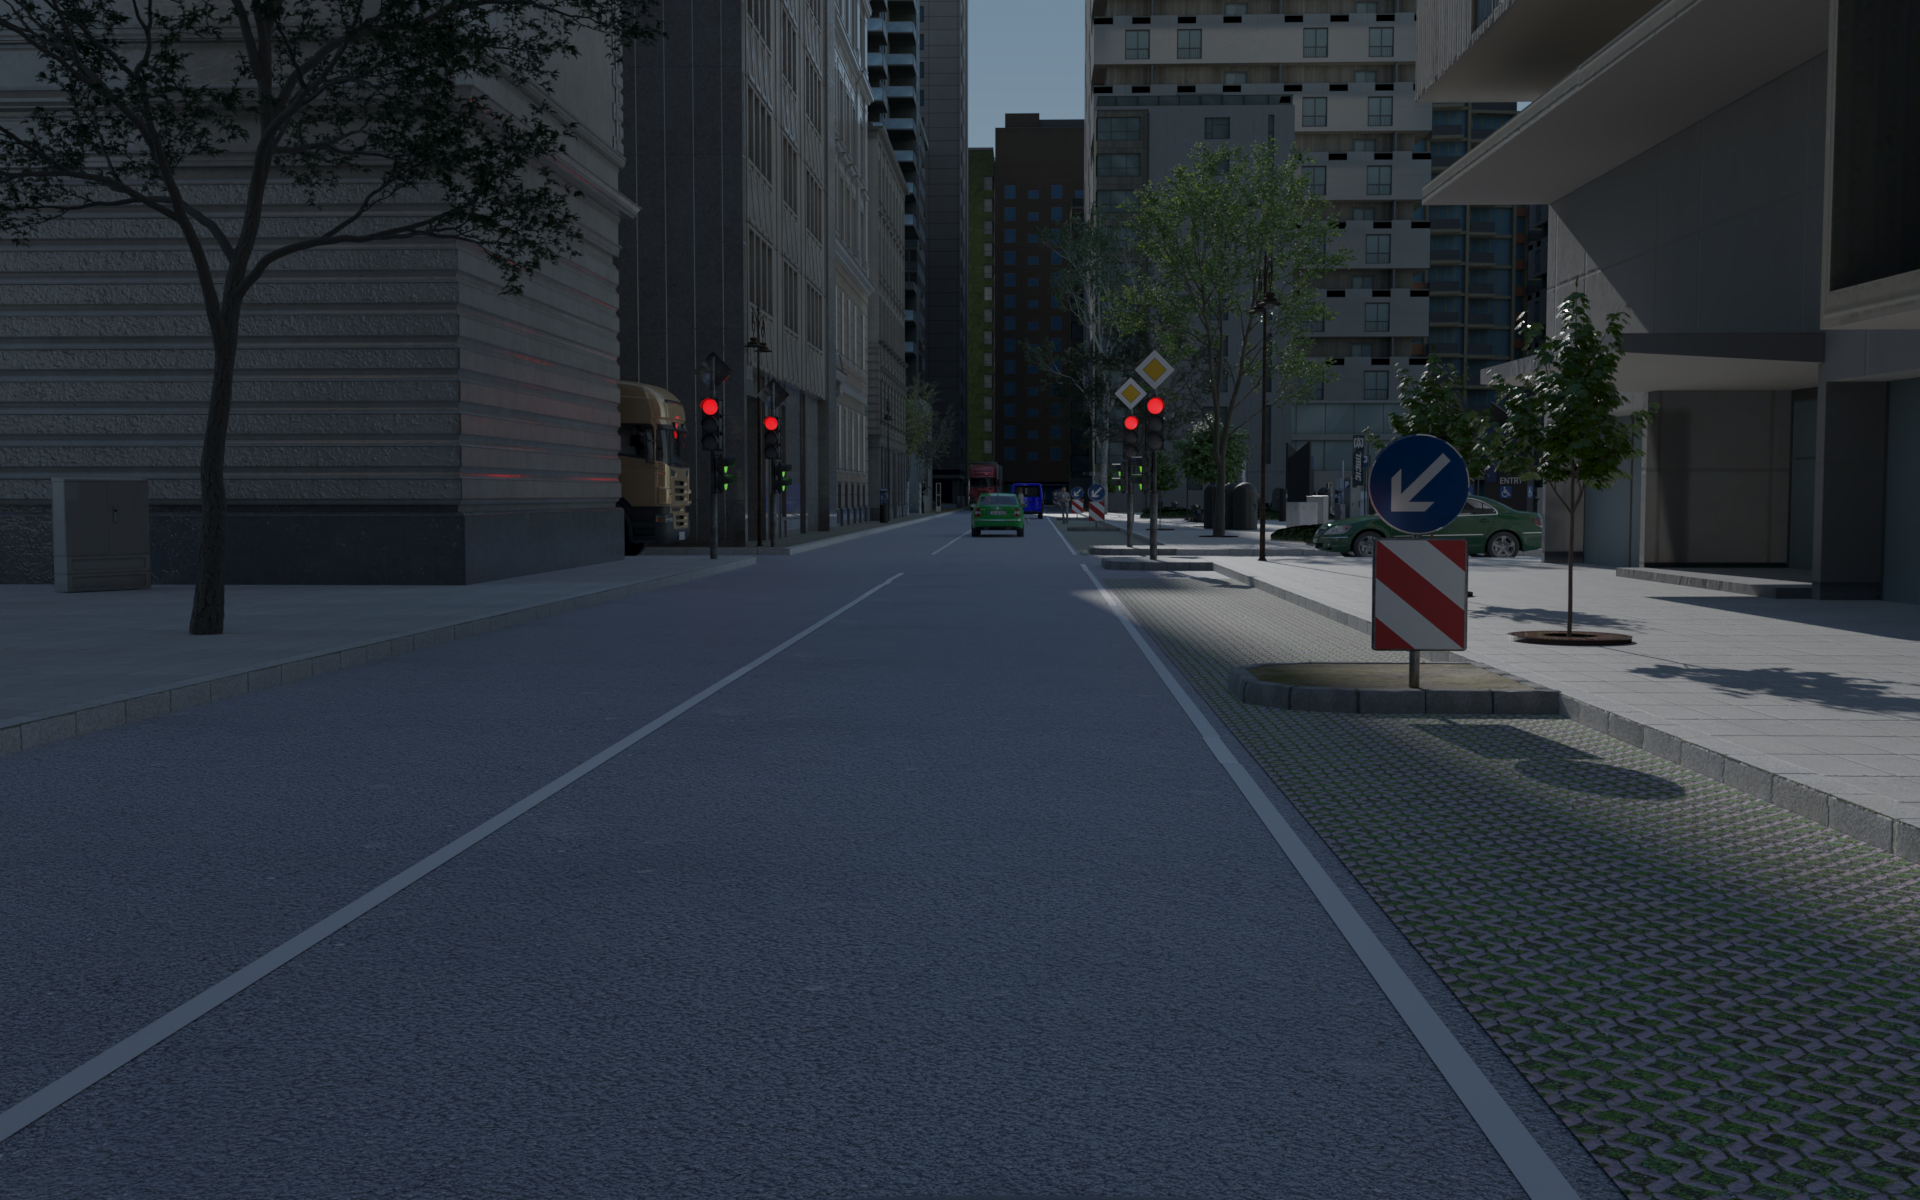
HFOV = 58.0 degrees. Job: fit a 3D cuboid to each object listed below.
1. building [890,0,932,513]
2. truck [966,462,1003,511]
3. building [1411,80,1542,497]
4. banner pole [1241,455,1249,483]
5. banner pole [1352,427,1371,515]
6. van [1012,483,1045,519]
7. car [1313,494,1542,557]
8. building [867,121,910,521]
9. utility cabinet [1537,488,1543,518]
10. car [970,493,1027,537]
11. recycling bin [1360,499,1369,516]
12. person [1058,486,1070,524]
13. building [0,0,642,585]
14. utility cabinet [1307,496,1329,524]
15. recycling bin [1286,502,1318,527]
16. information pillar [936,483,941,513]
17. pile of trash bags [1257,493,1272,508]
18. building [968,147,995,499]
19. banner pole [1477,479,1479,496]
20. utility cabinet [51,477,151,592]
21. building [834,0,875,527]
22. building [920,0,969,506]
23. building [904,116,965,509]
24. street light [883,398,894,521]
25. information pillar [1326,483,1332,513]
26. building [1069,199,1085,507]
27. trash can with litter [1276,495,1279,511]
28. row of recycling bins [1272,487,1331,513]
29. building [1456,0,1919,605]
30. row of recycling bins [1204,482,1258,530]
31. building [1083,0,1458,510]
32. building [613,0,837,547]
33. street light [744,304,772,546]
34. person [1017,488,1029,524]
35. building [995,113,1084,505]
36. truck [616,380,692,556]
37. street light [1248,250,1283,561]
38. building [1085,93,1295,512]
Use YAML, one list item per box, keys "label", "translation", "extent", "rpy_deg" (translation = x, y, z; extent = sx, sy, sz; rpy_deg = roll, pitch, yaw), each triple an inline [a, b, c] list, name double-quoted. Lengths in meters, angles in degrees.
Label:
- label: "building"
  translation: [-13.010, -50.069, 131.301]
  extent: [22.319, 86.520, 31.000]
  rpy_deg: [0, 4, 2]
- label: "truck"
  translation: [2.295, -10.077, 153.668]
  extent: [2.839, 4.237, 11.283]
  rpy_deg: [0, 4, 4]
- label: "building"
  translation: [43.555, -32.112, 179.662]
  extent: [28.867, 44.769, 22.147]
  rpy_deg: [0, 4, 2]
- label: "banner pole"
  translation: [17.763, -7.207, 107.853]
  extent: [0.863, 3.779, 0.401]
  rpy_deg: [-3, 5, -44]
- label: "banner pole"
  translation: [14.959, -4.550, 64.413]
  extent: [0.863, 3.779, 0.401]
  rpy_deg: [-1, 4, -11]
- label: "van"
  translation: [3.877, -5.901, 100.867]
  extent: [2.240, 2.365, 5.245]
  rpy_deg: [0, 4, 2]
- label: "car"
  translation: [10.101, -1.563, 37.351]
  extent: [4.920, 1.459, 2.131]
  rpy_deg: [0, 4, 1]
- label: "building"
  translation: [-8.105, -14.788, 90.930]
  extent: [9.793, 20.994, 18.267]
  rpy_deg: [0, 4, 2]
- label: "utility cabinet"
  translation: [20.831, -3.225, 61.404]
  extent: [0.318, 1.500, 1.173]
  rpy_deg: [3, 5, 40]
- label: "car"
  translation: [1.314, -3.096, 59.420]
  extent: [1.959, 1.807, 4.718]
  rpy_deg: [0, 4, 2]
- label: "recycling bin"
  translation: [23.004, -5.154, 96.817]
  extent: [0.722, 1.027, 0.722]
  rpy_deg: [-1, 4, -17]
- label: "person"
  translation: [4.998, -4.562, 83.294]
  extent: [0.606, 1.804, 0.583]
  rpy_deg: [1, 4, 10]
- label: "building"
  translation: [-15.980, -12.225, 28.750]
  extent: [19.941, 23.489, 11.050]
  rpy_deg: [0, 4, 2]
- label: "utility cabinet"
  translation: [13.982, -3.463, 67.782]
  extent: [0.306, 1.237, 1.020]
  rpy_deg: [-2, 4, -26]
- label: "recycling bin"
  translation: [10.631, -2.527, 53.871]
  extent: [0.722, 1.027, 0.722]
  rpy_deg: [-2, 4, -24]
- label: "information pillar"
  translation: [-1.446, -6.805, 115.758]
  extent: [0.304, 2.012, 0.304]
  rpy_deg: [0, 4, -4]
- label: "pile of trash bags"
  translation: [20.124, -6.331, 113.268]
  extent: [1.912, 1.369, 3.447]
  rpy_deg: [-2, 4, -28]
- label: "building"
  translation: [-2.728, -32.039, 207.430]
  extent: [14.086, 41.232, 14.154]
  rpy_deg: [0, 4, 2]
- label: "banner pole"
  translation: [30.502, -6.845, 101.940]
  extent: [0.401, 3.779, 0.863]
  rpy_deg: [1, 4, 17]
- label: "utility cabinet"
  translation: [-11.339, -0.870, 22.906]
  extent: [0.318, 1.500, 1.173]
  rpy_deg: [2, 4, 31]
- label: "building"
  translation: [-10.840, -17.451, 71.234]
  extent: [13.634, 28.700, 20.117]
  rpy_deg: [0, 4, 2]
- label: "building"
  translation: [-9.722, -45.484, 181.918]
  extent: [20.611, 71.187, 20.563]
  rpy_deg: [0, 4, 2]
- label: "building"
  translation: [-15.881, -28.649, 160.298]
  extent: [32.217, 40.220, 23.993]
  rpy_deg: [0, 4, 2]
- label: "street light"
  translation: [-3.417, -6.704, 82.404]
  extent: [0.468, 5.910, 1.993]
  rpy_deg: [0, 4, 2]
- label: "information pillar"
  translation: [23.743, -6.542, 111.460]
  extent: [0.304, 2.012, 0.304]
  rpy_deg: [-1, 4, -19]
- label: "building"
  translation: [17.842, -24.434, 171.193]
  extent: [14.160, 30.474, 14.107]
  rpy_deg: [0, 4, 2]
- label: "trash can with litter"
  translation: [18.004, -5.294, 97.620]
  extent: [1.678, 1.210, 2.233]
  rpy_deg: [0, 4, 6]
- label: "row of recycling bins"
  translation: [20.744, -6.003, 105.258]
  extent: [3.534, 1.692, 1.069]
  rpy_deg: [1, 4, 15]
- label: "building"
  translation: [21.442, -26.231, 18.118]
  extent: [28.713, 52.752, 27.495]
  rpy_deg: [0, 4, 2]
- label: "row of recycling bins"
  translation: [9.782, -3.412, 62.902]
  extent: [1.069, 1.692, 3.534]
  rpy_deg: [-1, 4, -14]
- label: "building"
  translation: [24.469, -34.219, 148.712]
  extent: [28.713, 52.752, 27.495]
  rpy_deg: [0, 4, 2]
- label: "building"
  translation: [-10.795, -14.271, 51.348]
  extent: [12.078, 24.808, 19.932]
  rpy_deg: [0, 4, 2]
- label: "street light"
  translation: [-4.914, -4.253, 42.328]
  extent: [0.468, 5.910, 1.993]
  rpy_deg: [0, 4, 2]
- label: "person"
  translation: [2.836, -4.363, 80.592]
  extent: [0.760, 1.731, 0.466]
  rpy_deg: [0, 4, -5]
- label: "building"
  translation: [11.406, -34.048, 206.796]
  extent: [14.200, 45.320, 14.600]
  rpy_deg: [0, 4, 2]
- label: "truck"
  translation: [-10.955, -2.984, 37.702]
  extent: [11.283, 4.237, 2.839]
  rpy_deg: [0, 4, 4]
- label: "street light"
  translation: [5.807, -3.688, 33.089]
  extent: [0.468, 5.910, 1.993]
  rpy_deg: [0, 4, 2]
- label: "building"
  translation: [16.879, -21.848, 128.919]
  extent: [14.160, 30.474, 14.107]
  rpy_deg: [0, 4, 2]
